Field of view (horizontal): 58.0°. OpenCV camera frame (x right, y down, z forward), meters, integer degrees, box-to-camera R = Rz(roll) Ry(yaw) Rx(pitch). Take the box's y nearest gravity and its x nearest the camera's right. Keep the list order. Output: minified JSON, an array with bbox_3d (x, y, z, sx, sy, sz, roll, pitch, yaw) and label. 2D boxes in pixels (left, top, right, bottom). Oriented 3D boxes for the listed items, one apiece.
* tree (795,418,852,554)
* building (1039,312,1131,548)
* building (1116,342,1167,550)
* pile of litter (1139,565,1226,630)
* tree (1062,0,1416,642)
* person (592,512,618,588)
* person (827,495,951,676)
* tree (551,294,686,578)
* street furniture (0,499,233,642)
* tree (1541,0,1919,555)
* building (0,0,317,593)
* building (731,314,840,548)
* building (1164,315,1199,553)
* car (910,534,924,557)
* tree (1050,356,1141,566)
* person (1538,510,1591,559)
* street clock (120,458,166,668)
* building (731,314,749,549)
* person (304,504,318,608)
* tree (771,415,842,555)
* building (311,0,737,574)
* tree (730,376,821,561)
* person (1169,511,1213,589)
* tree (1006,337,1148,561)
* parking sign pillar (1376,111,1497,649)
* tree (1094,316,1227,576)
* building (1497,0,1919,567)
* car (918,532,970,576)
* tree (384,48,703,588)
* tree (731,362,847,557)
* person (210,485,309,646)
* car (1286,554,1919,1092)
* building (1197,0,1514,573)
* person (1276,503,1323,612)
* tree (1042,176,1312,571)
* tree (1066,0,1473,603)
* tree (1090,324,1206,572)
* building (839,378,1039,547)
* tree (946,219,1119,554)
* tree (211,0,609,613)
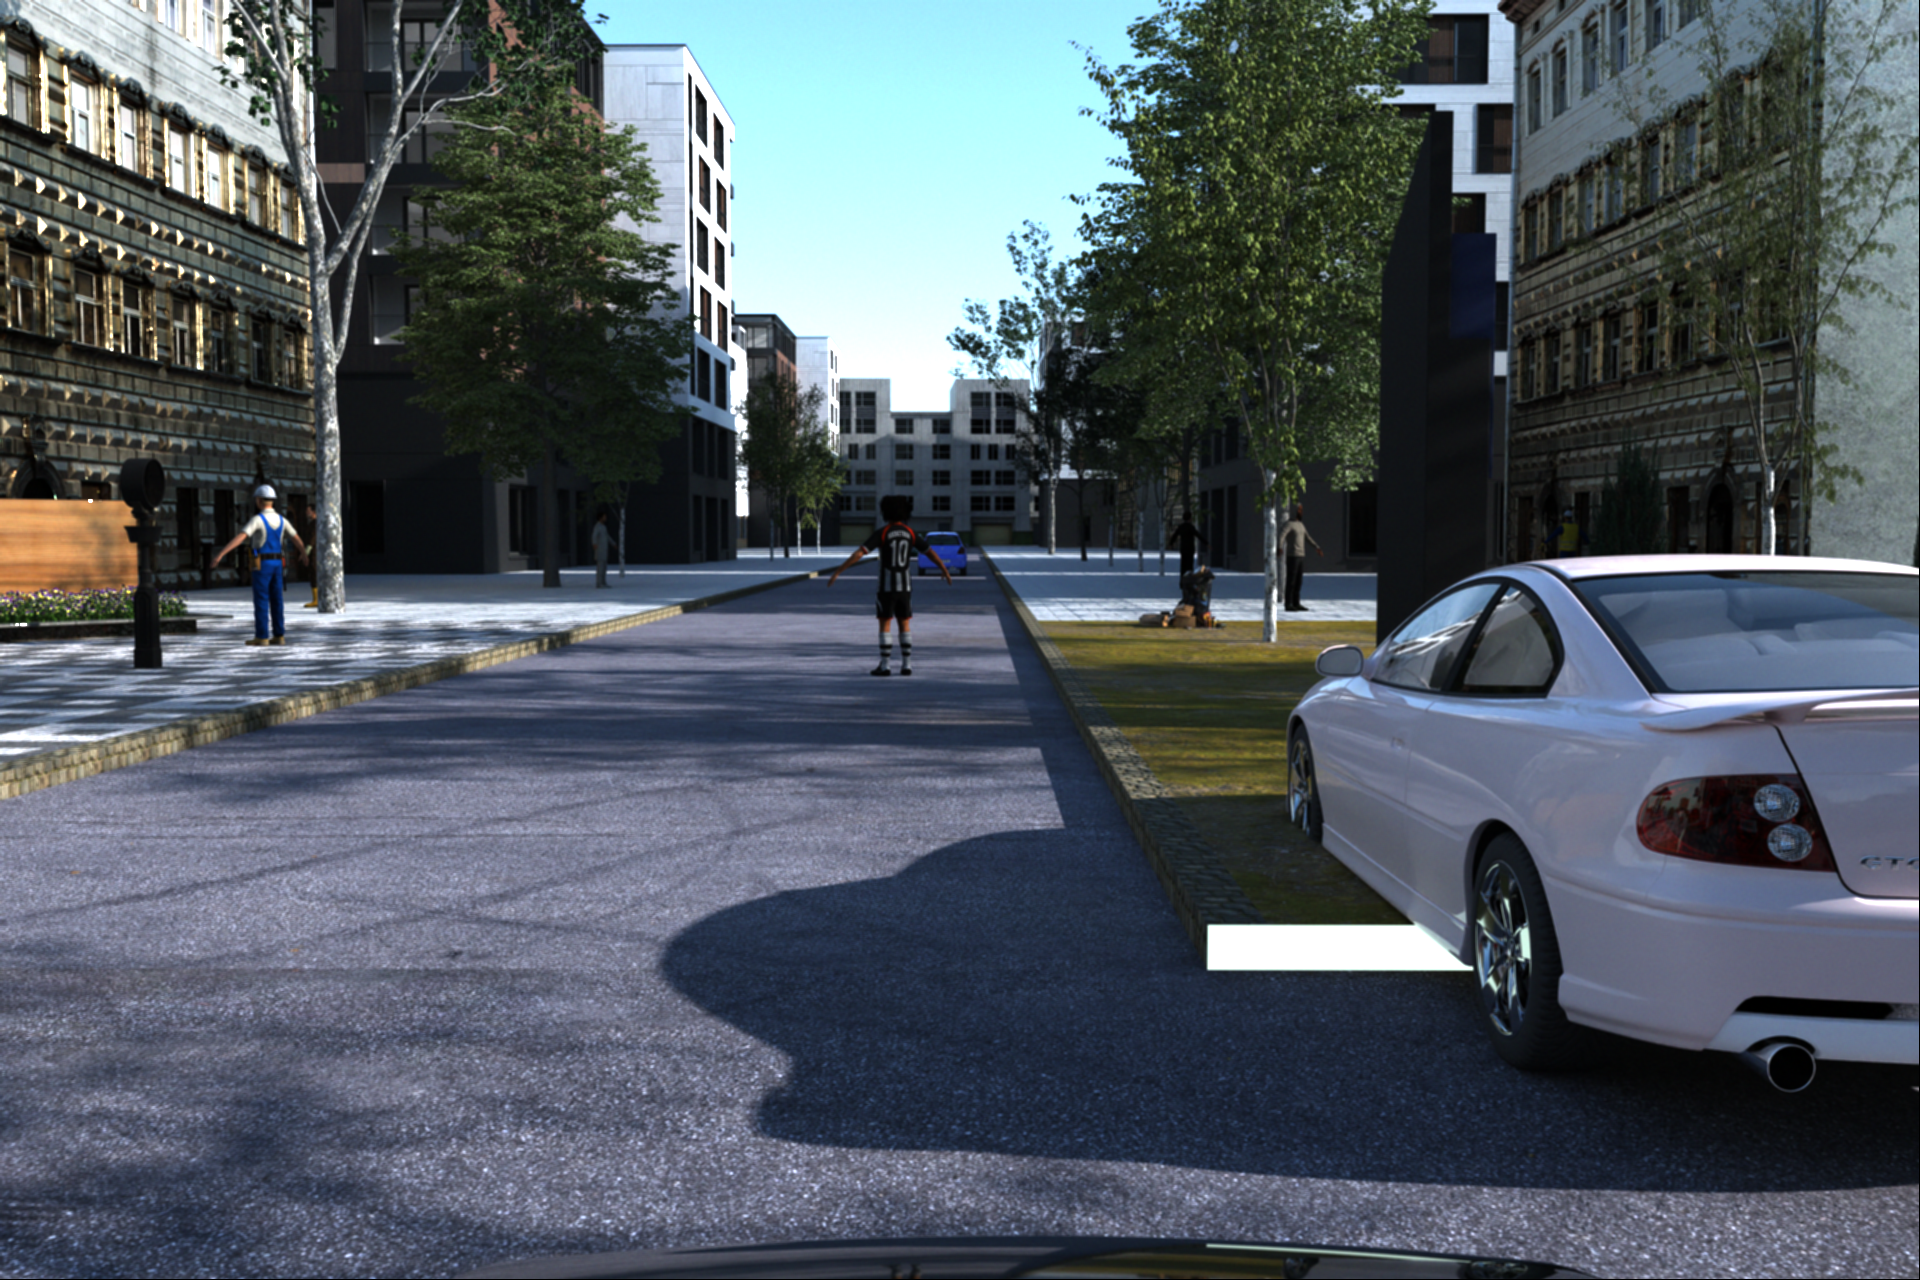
[{"bbox_3d":[-9.022,-9.793,110.484,4.737,8.622,4.395,0,3,0],"label":"tree"},{"bbox_3d":[21.834,-20.308,176.004,27.936,21.610,32.646,0,4,0],"label":"building"},{"bbox_3d":[23.402,-19.338,147.105,19.493,23.208,18.063,0,4,0],"label":"building"},{"bbox_3d":[3.078,-0.616,24.044,1.176,0.858,1.719,0,4,-2],"label":"pile of litter"},{"bbox_3d":[3.461,-4.277,20.294,4.737,8.622,4.395,0,3,0],"label":"tree"},{"bbox_3d":[-8.486,-2.139,41.166,0.705,1.806,1.347,1,4,10],"label":"person"},{"bbox_3d":[-0.676,-0.546,17.532,1.345,1.843,0.704,-2,4,-24],"label":"person"},{"bbox_3d":[-9.926,-6.131,50.608,4.360,8.622,3.978,0,3,0],"label":"tree"},{"bbox_3d":[-14.449,-0.850,20.748,11.010,1.723,9.812,3,4,36],"label":"street furniture"},{"bbox_3d":[9.517,-4.246,19.786,4.360,8.622,3.978,0,3,0],"label":"tree"},{"bbox_3d":[-26.559,-12.626,37.366,19.493,23.208,18.063,0,4,0],"label":"building"},{"bbox_3d":[-27.454,-20.384,177.244,27.936,21.610,32.646,0,4,1],"label":"building"},{"bbox_3d":[25.526,-18.187,128.289,19.493,23.208,18.063,0,4,0],"label":"building"},{"bbox_3d":[-2.715,-5.041,94.211,2.131,1.459,4.920,0,4,1],"label":"car"},{"bbox_3d":[6.088,-7.243,68.779,4.360,8.622,3.978,0,3,0],"label":"tree"},{"bbox_3d":[14.217,-2.115,40.551,1.349,1.833,0.705,-1,4,-8],"label":"person"},{"bbox_3d":[-7.800,-0.735,16.583,0.358,2.002,0.471,0,3,0],"label":"street clock"},{"bbox_3d":[-24.623,-17.757,146.744,16.016,20.090,11.380,0,4,1],"label":"building"},{"bbox_3d":[-11.307,-1.475,30.257,0.704,1.812,1.346,-1,4,-17],"label":"person"},{"bbox_3d":[-9.476,-9.394,103.959,4.737,8.622,4.395,0,3,0],"label":"tree"},{"bbox_3d":[-25.392,-13.867,70.693,27.936,21.610,32.646,0,4,1],"label":"building"},{"bbox_3d":[-8.657,-8.030,81.658,4.737,8.622,4.395,0,3,0],"label":"tree"},{"bbox_3d":[5.311,-2.087,40.302,0.705,1.806,1.347,-3,4,-38],"label":"person"},{"bbox_3d":[5.619,-9.069,82.683,7.601,10.594,8.767,1,4,12],"label":"tree"},{"bbox_3d":[3.207,-1.425,11.779,1.447,3.967,1.447,0,4,0],"label":"parking sign pillar"},{"bbox_3d":[6.090,-6.217,52.017,4.737,8.622,4.395,0,3,0],"label":"tree"},{"bbox_3d":[25.061,-12.829,40.688,19.493,23.208,18.063,0,4,0],"label":"building"},{"bbox_3d":[-0.613,-3.113,60.486,1.945,1.707,3.694,0,4,-1],"label":"car"},{"bbox_3d":[-10.273,-7.551,41.581,7.486,12.596,7.792,0,3,0],"label":"tree"},{"bbox_3d":[-9.837,-9.805,94.728,7.601,10.594,8.767,-2,4,-25],"label":"tree"},{"bbox_3d":[-8.030,-0.866,20.023,0.705,1.847,1.347,2,4,28],"label":"person"},{"bbox_3d":[2.381,0.389,6.004,2.083,1.381,4.827,0,3,0],"label":"car"},{"bbox_3d":[23.617,-13.949,72.044,27.936,21.610,32.646,0,4,1],"label":"building"},{"bbox_3d":[5.588,-1.385,28.779,0.705,1.813,1.348,3,5,43],"label":"person"},{"bbox_3d":[5.617,-6.738,44.572,7.601,10.594,8.767,0,4,-5],"label":"tree"},{"bbox_3d":[5.884,-7.000,32.579,7.486,12.596,7.792,0,3,0],"label":"tree"},{"bbox_3d":[5.963,-6.574,57.854,4.360,8.622,3.978,0,3,0],"label":"tree"},{"bbox_3d":[-0.888,-20.475,203.672,31.486,18.905,16.747,0,4,-3],"label":"building"},{"bbox_3d":[4.459,-15.378,107.319,12.611,20.169,13.585,0,3,0],"label":"tree"},{"bbox_3d":[-9.039,-10.447,26.694,12.611,20.169,13.585,0,3,0],"label":"tree"}]
